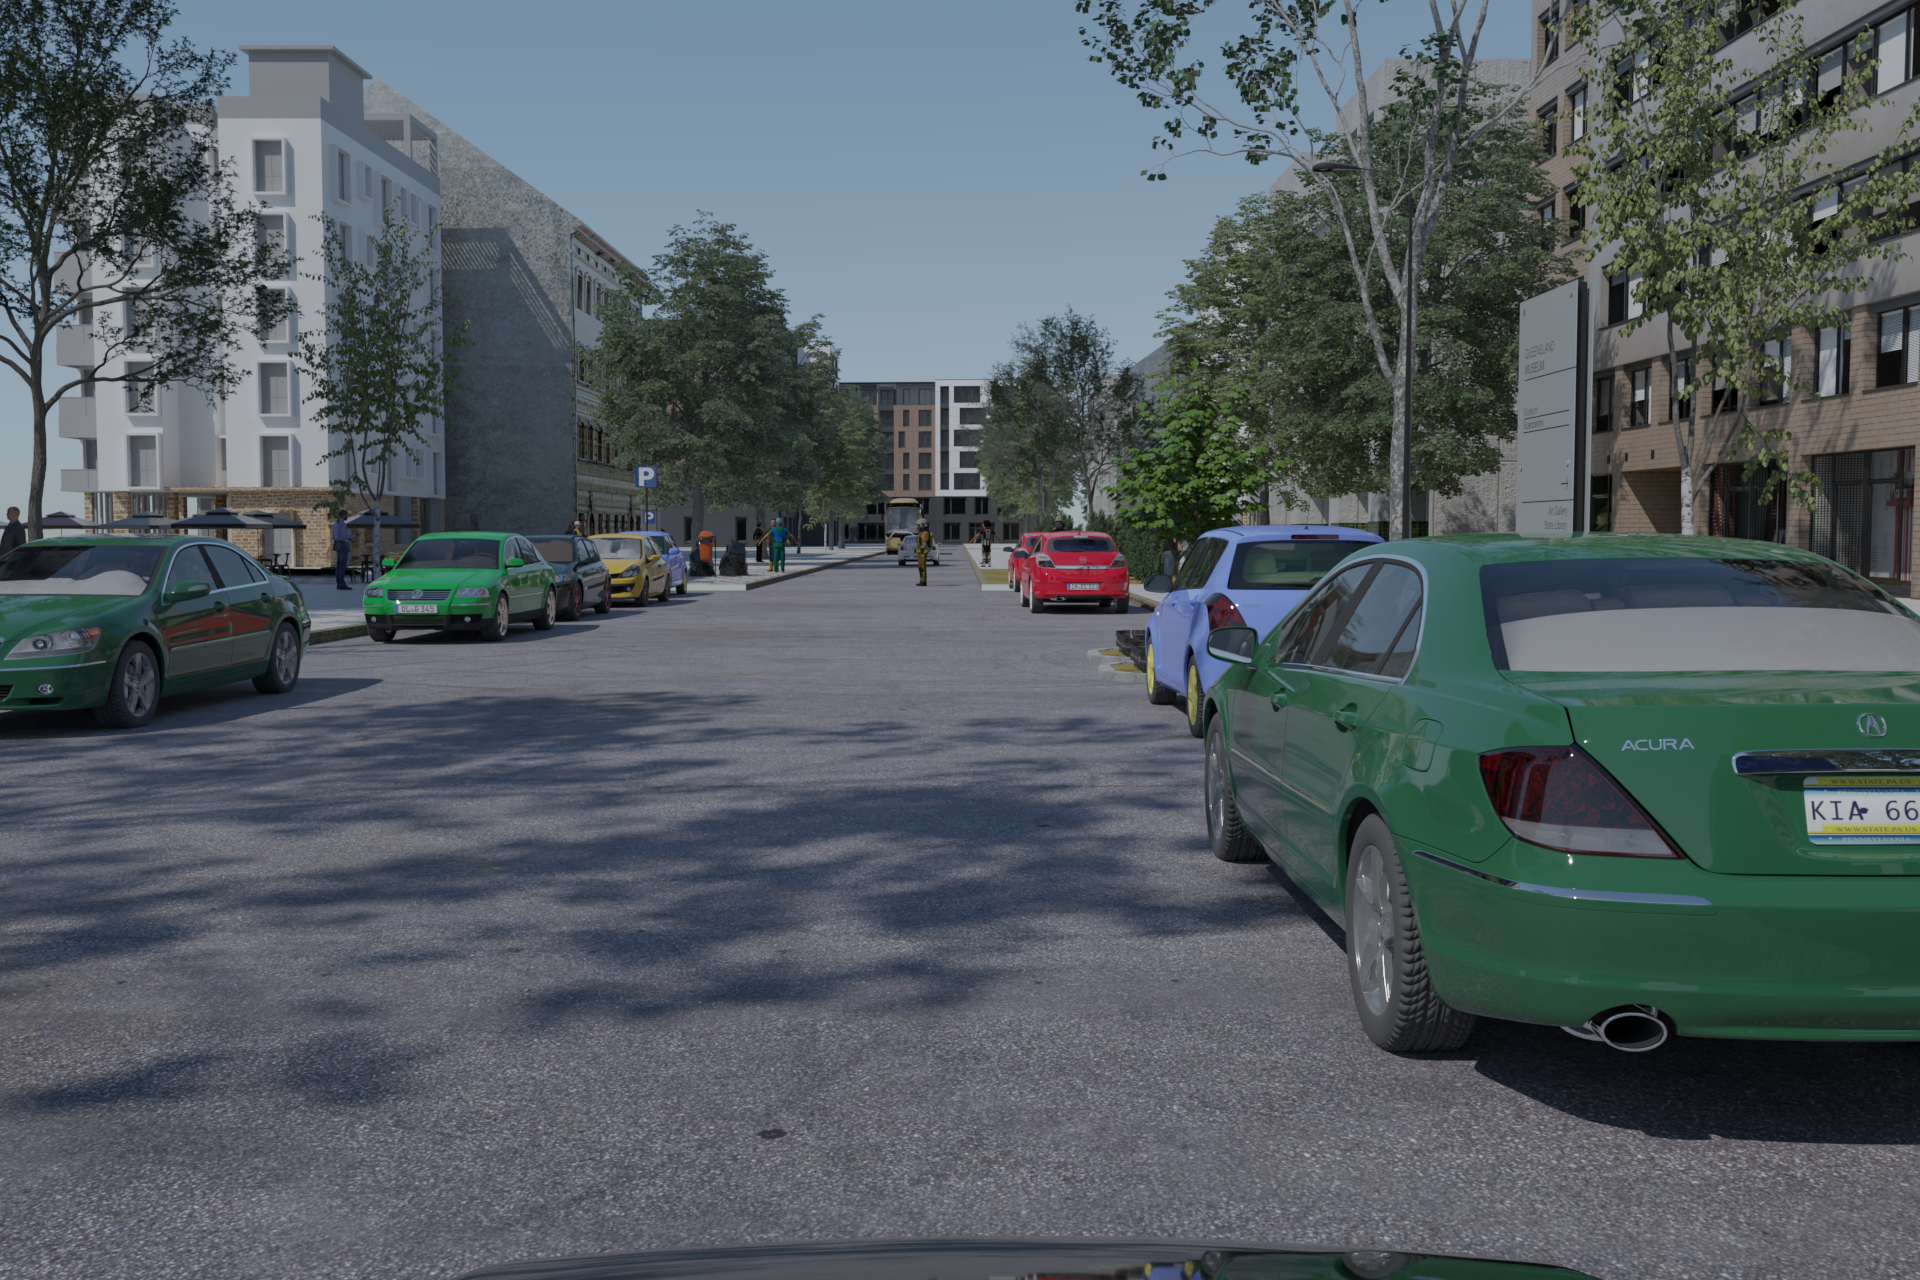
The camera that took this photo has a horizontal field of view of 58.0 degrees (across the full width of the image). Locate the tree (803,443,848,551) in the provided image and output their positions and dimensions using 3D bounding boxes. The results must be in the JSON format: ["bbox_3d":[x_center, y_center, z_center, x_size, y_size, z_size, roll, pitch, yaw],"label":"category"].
[{"bbox_3d":[-10.088,-10.917,128.861,4.737,8.622,4.395,0,3,0],"label":"tree"}]

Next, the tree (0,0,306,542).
[{"bbox_3d":[-13.198,-5.544,25.050,7.601,10.594,8.767,-2,4,-28],"label":"tree"}]

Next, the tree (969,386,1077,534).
[{"bbox_3d":[5.346,-14.173,138.378,9.857,13.997,8.962,0,3,0],"label":"tree"}]

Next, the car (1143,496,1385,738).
[{"bbox_3d":[2.442,-0.239,13.496,1.945,1.707,3.694,0,4,-1],"label":"car"}]

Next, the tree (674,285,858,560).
[{"bbox_3d":[-9.906,-10.980,86.170,9.857,13.997,8.962,0,3,0],"label":"tree"}]

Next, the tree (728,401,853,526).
[{"bbox_3d":[-10.114,-10.060,98.899,8.767,10.594,7.601,0,4,6],"label":"tree"}]

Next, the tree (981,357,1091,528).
[{"bbox_3d":[4.963,-11.787,110.840,7.486,12.596,7.792,0,3,0],"label":"tree"}]

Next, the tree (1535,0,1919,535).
[{"bbox_3d":[8.562,-4.243,19.736,4.737,8.622,4.395,0,3,0],"label":"tree"}]

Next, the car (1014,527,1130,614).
[{"bbox_3d":[2.116,-1.449,32.734,2.155,1.783,4.494,0,4,-1],"label":"car"}]

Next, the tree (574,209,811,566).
[{"bbox_3d":[-10.644,-9.989,69.982,9.857,13.997,8.962,0,3,0],"label":"tree"}]

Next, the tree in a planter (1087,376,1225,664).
[{"bbox_3d":[2.460,-1.369,19.601,1.991,3.239,1.994,0,4,1],"label":"tree in a planter"}]

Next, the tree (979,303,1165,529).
[{"bbox_3d":[5.263,-8.280,69.787,8.767,10.594,7.601,-3,5,-42],"label":"tree"}]

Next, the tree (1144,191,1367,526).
[{"bbox_3d":[9.882,-8.574,58.312,7.486,12.596,7.792,0,3,0],"label":"tree"}]

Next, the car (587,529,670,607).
[{"bbox_3d":[-7.011,-1.531,35.255,2.015,1.641,3.980,0,3,0],"label":"car"}]

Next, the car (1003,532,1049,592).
[{"bbox_3d":[2.190,-2.150,44.189,2.155,1.783,4.494,0,4,-1],"label":"car"}]

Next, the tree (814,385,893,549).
[{"bbox_3d":[-10.271,-14.881,149.960,9.857,13.997,8.962,0,3,0],"label":"tree"}]

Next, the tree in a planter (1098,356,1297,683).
[{"bbox_3d":[2.409,-1.234,17.398,1.991,3.239,1.994,0,4,1],"label":"tree in a planter"}]

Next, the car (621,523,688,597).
[{"bbox_3d":[-7.355,-1.855,39.921,1.945,1.707,3.694,0,4,0],"label":"car"}]

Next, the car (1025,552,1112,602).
[{"bbox_3d":[2.329,-1.709,37.729,2.009,1.686,4.222,0,4,-1],"label":"car"}]

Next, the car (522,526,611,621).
[{"bbox_3d":[-7.178,-1.228,29.864,2.009,1.686,4.222,0,4,0],"label":"car"}]

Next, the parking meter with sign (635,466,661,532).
[{"bbox_3d":[-8.055,-3.001,45.327,0.543,3.016,1.738,0,4,-1],"label":"parking meter with sign"}]

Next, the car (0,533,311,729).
[{"bbox_3d":[-6.968,-0.151,14.260,2.131,1.459,4.920,0,3,0],"label":"car"}]

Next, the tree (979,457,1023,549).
[{"bbox_3d":[5.441,-13.688,149.561,9.928,11.665,9.643,0,3,0],"label":"tree"}]

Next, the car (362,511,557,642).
[{"bbox_3d":[-6.977,-0.960,24.490,1.959,1.807,4.718,0,4,0],"label":"car"}]

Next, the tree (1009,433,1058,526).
[{"bbox_3d":[5.173,-10.296,118.705,4.737,8.622,4.395,0,3,0],"label":"tree"}]

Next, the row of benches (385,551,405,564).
[{"bbox_3d":[-18.985,-2.949,63.678,4.104,0.672,1.422,0,4,-2],"label":"row of benches"}]

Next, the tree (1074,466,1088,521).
[{"bbox_3d":[20.494,-20.142,235.981,9.857,13.997,8.962,0,3,0],"label":"tree"}]

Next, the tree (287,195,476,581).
[{"bbox_3d":[-12.945,-5.388,38.458,4.737,8.622,4.395,0,3,0],"label":"tree"}]

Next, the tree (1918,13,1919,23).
[{"bbox_3d":[8.517,-4.561,8.989,7.601,10.594,8.767,-2,4,-32],"label":"tree"}]

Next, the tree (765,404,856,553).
[{"bbox_3d":[-10.395,-11.042,114.943,7.601,10.594,8.767,-1,4,-11],"label":"tree"}]

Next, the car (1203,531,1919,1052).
[{"bbox_3d":[2.039,0.341,6.228,2.131,1.459,4.920,0,4,-1],"label":"car"}]

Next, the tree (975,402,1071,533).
[{"bbox_3d":[4.892,-12.401,128.517,9.928,11.665,9.643,0,3,0],"label":"tree"}]

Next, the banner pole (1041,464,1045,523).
[{"bbox_3d":[2.969,-4.402,61.991,0.401,3.779,0.863,0,3,0],"label":"banner pole"}]

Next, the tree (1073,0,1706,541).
[{"bbox_3d":[8.435,-10.836,33.059,12.611,20.169,13.585,0,3,0],"label":"tree"}]

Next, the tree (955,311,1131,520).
[{"bbox_3d":[4.760,-11.379,96.414,12.009,13.543,11.850,0,3,0],"label":"tree"}]

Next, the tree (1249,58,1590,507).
[{"bbox_3d":[12.326,-8.659,48.237,9.857,13.997,8.962,0,3,0],"label":"tree"}]

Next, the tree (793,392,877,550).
[{"bbox_3d":[-10.601,-13.372,136.755,7.486,12.596,7.792,0,3,0],"label":"tree"}]
